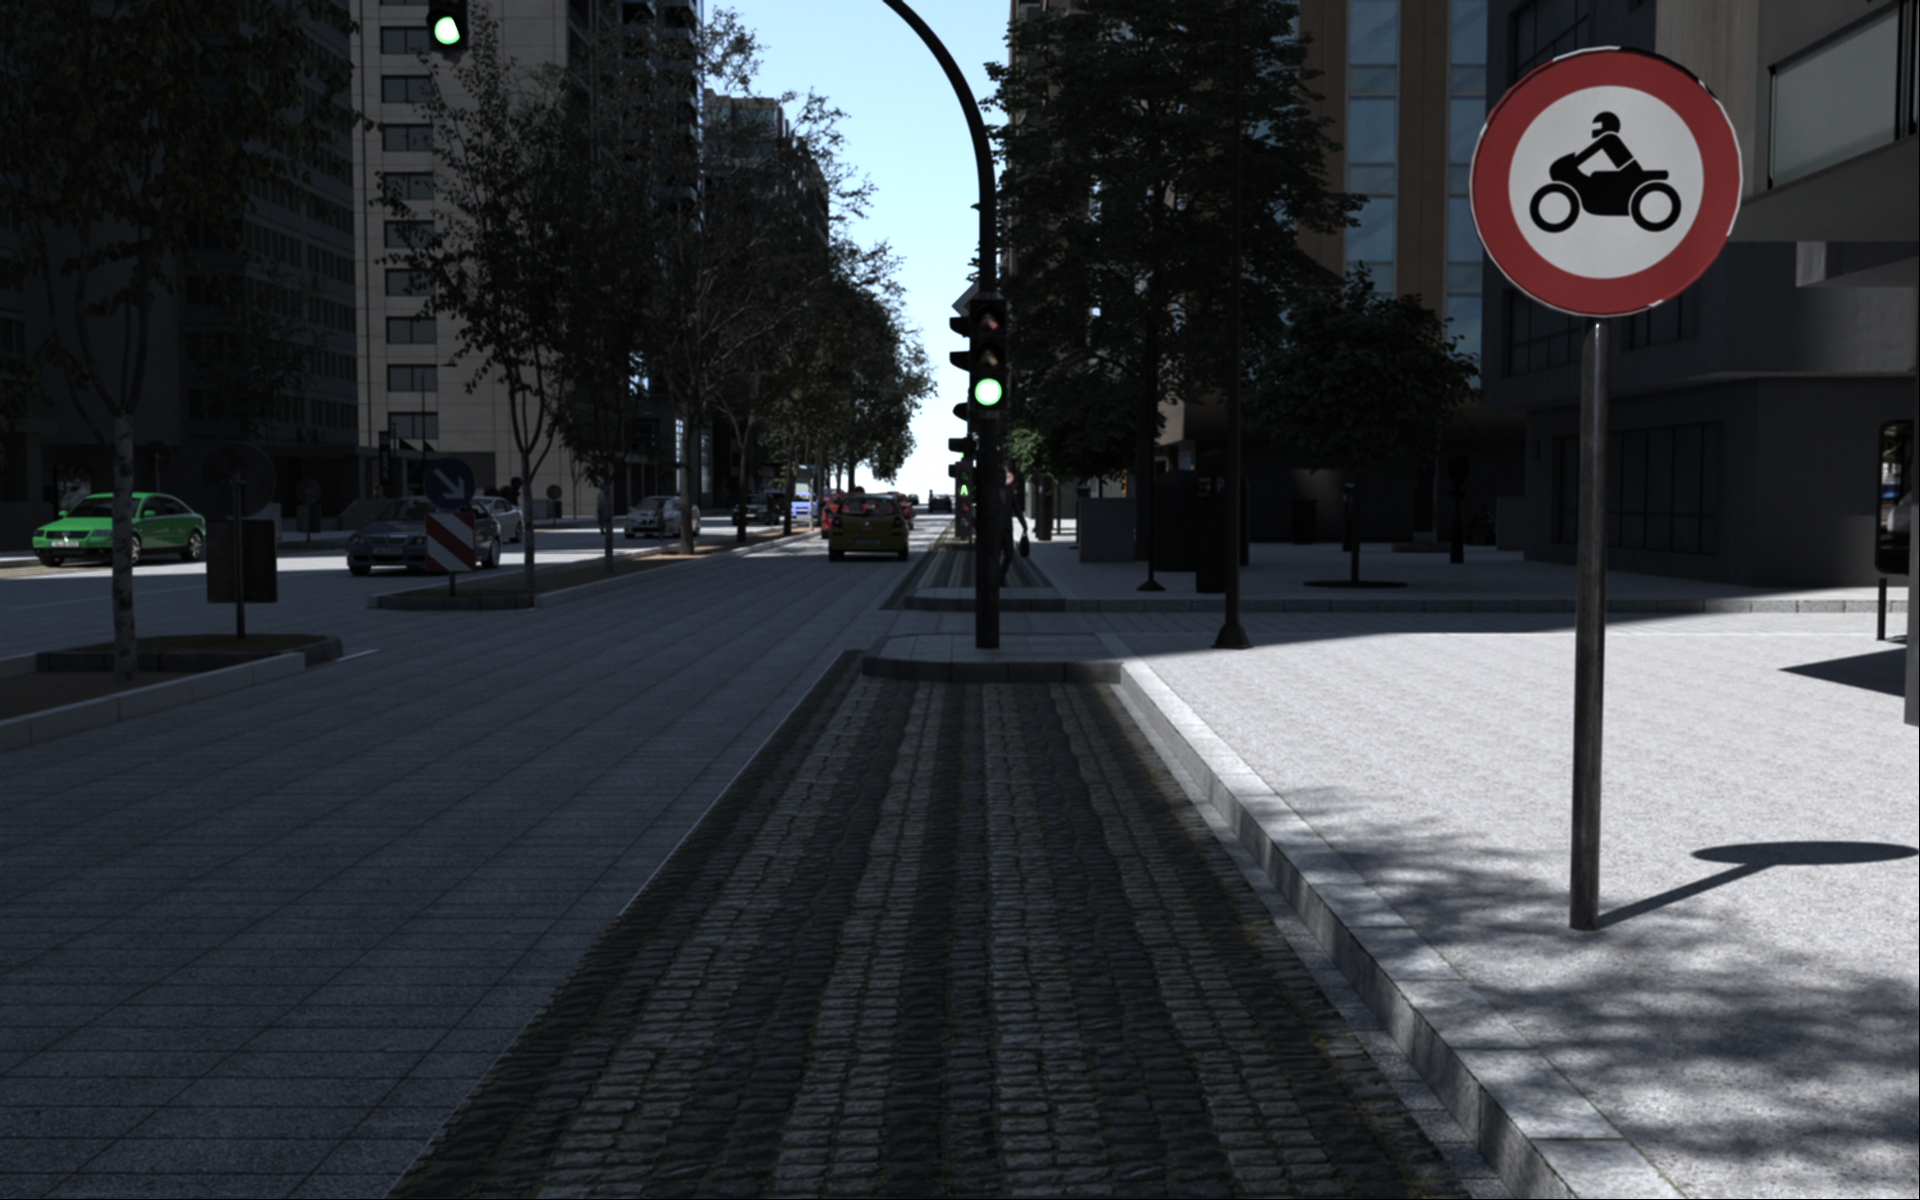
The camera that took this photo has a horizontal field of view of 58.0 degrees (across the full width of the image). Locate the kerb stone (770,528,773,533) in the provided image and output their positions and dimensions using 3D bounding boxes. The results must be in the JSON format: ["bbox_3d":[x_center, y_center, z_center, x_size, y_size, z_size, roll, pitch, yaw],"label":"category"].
[{"bbox_3d":[-7.039,-2.511,63.254,0.120,0.150,1.000,0,4,0],"label":"kerb stone"}]

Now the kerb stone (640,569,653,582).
[{"bbox_3d":[-5.236,-0.379,28.394,0.120,0.150,1.000,0,4,0],"label":"kerb stone"}]

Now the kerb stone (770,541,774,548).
[{"bbox_3d":[-5.094,-1.445,45.824,0.120,0.150,1.000,0,4,0],"label":"kerb stone"}]

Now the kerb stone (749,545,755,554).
[{"bbox_3d":[-5.122,-1.188,41.723,0.120,0.150,1.000,0,4,0],"label":"kerb stone"}]

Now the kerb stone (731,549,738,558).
[{"bbox_3d":[-5.143,-1.006,38.647,0.120,0.150,1.000,0,4,0],"label":"kerb stone"}]

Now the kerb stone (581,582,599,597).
[{"bbox_3d":[-5.274,-0.126,24.300,0.120,0.150,1.000,0,4,0],"label":"kerb stone"}]

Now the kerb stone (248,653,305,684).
[{"bbox_3d":[-5.361,0.531,13.514,0.120,0.150,1.000,0,4,0],"label":"kerb stone"}]

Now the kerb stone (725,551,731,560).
[{"bbox_3d":[-5.153,-0.941,37.617,0.120,0.150,1.000,0,4,0],"label":"kerb stone"}]

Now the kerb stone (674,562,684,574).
[{"bbox_3d":[-5.204,-0.567,31.464,0.120,0.150,1.000,0,4,0],"label":"kerb stone"}]

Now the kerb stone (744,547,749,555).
[{"bbox_3d":[-5.136,-1.131,40.701,0.120,0.150,1.000,0,4,0],"label":"kerb stone"}]

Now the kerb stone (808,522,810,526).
[{"bbox_3d":[-6.921,-3.382,77.613,0.120,0.150,1.000,0,4,0],"label":"kerb stone"}]

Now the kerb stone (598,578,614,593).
[{"bbox_3d":[-5.258,-0.192,25.328,0.120,0.150,1.000,0,4,0],"label":"kerb stone"}]

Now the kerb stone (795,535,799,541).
[{"bbox_3d":[-5.033,-1.822,51.983,0.120,0.150,1.000,0,4,0],"label":"kerb stone"}]

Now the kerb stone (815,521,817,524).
[{"bbox_3d":[-6.902,-3.577,80.703,0.120,0.150,1.000,0,4,0],"label":"kerb stone"}]

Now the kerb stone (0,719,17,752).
[{"bbox_3d":[-5.392,0.786,9.417,0.120,0.150,1.000,0,4,0],"label":"kerb stone"}]

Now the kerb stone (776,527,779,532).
[{"bbox_3d":[-7.020,-2.636,65.297,0.120,0.150,1.000,0,4,0],"label":"kerb stone"}]

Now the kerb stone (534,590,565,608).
[{"bbox_3d":[-5.289,-0.003,22.255,0.120,0.150,1.000,0,4,0],"label":"kerb stone"}]

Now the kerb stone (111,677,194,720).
[{"bbox_3d":[-5.370,0.656,11.463,0.120,0.150,1.000,0,4,0],"label":"kerb stone"}]

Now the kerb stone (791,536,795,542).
[{"bbox_3d":[-5.049,-1.756,50.954,0.120,0.150,1.000,0,4,0],"label":"kerb stone"}]

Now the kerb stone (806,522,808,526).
[{"bbox_3d":[-6.931,-3.326,76.572,0.120,0.150,1.000,0,4,0],"label":"kerb stone"}]

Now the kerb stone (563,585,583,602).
[{"bbox_3d":[-5.280,-0.066,23.277,0.120,0.150,1.000,0,4,0],"label":"kerb stone"}]

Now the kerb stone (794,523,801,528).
[{"bbox_3d":[-6.957,-3.137,73.488,0.120,0.150,1.000,0,4,0],"label":"kerb stone"}]

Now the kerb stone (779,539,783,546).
[{"bbox_3d":[-5.071,-1.571,47.876,0.120,0.150,1.000,0,4,0],"label":"kerb stone"}]

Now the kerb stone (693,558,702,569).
[{"bbox_3d":[-5.188,-0.687,33.510,0.120,0.150,1.000,0,4,0],"label":"kerb stone"}]

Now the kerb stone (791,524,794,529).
[{"bbox_3d":[-6.983,-2.949,70.422,0.120,0.150,1.000,0,4,0],"label":"kerb stone"}]

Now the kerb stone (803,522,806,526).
[{"bbox_3d":[-6.941,-3.263,75.539,0.120,0.150,1.000,0,4,0],"label":"kerb stone"}]

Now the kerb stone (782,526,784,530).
[{"bbox_3d":[-7.010,-2.759,67.345,0.120,0.150,1.000,0,4,0],"label":"kerb stone"}]

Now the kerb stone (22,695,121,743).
[{"bbox_3d":[-5.384,0.722,10.440,0.120,0.150,1.000,0,4,0],"label":"kerb stone"}]

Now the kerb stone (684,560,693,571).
[{"bbox_3d":[-5.196,-0.629,32.487,0.120,0.150,1.000,0,4,0],"label":"kerb stone"}]

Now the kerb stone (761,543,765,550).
[{"bbox_3d":[-5.105,-1.320,43.772,0.120,0.150,1.000,0,4,0],"label":"kerb stone"}]

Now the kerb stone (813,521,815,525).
[{"bbox_3d":[-6.900,-3.508,79.681,0.120,0.150,1.000,0,4,0],"label":"kerb stone"}]

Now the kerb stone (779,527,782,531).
[{"bbox_3d":[-7.020,-2.698,66.323,0.120,0.150,1.000,0,4,0],"label":"kerb stone"}]

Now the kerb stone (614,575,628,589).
[{"bbox_3d":[-5.253,-0.254,26.350,0.120,0.150,1.000,0,4,0],"label":"kerb stone"}]

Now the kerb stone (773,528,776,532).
[{"bbox_3d":[-7.041,-2.572,64.276,0.120,0.150,1.000,0,4,0],"label":"kerb stone"}]

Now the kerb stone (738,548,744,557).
[{"bbox_3d":[-5.138,-1.068,39.671,0.120,0.150,1.000,0,4,0],"label":"kerb stone"}]

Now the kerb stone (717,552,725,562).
[{"bbox_3d":[-5.160,-0.877,36.590,0.120,0.150,1.000,0,4,0],"label":"kerb stone"}]

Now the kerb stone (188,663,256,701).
[{"bbox_3d":[-5.367,0.594,12.488,0.120,0.150,1.000,0,4,0],"label":"kerb stone"}]

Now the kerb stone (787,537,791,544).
[{"bbox_3d":[-5.054,-1.696,49.930,0.120,0.150,1.000,0,4,0],"label":"kerb stone"}]

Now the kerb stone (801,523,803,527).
[{"bbox_3d":[-6.954,-3.200,74.517,0.120,0.150,1.000,0,4,0],"label":"kerb stone"}]

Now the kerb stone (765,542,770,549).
[{"bbox_3d":[-5.098,-1.382,44.794,0.120,0.150,1.000,0,4,0],"label":"kerb stone"}]

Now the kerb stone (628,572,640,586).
[{"bbox_3d":[-5.247,-0.315,27.372,0.120,0.150,1.000,0,4,0],"label":"kerb stone"}]

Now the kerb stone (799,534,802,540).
[{"bbox_3d":[-5.030,-1.882,53.005,0.120,0.150,1.000,0,4,0],"label":"kerb stone"}]

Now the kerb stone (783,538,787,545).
[{"bbox_3d":[-5.059,-1.628,48.909,0.120,0.150,1.000,0,4,0],"label":"kerb stone"}]

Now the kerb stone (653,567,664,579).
[{"bbox_3d":[-5.224,-0.438,29.416,0.120,0.150,1.000,0,4,0],"label":"kerb stone"}]

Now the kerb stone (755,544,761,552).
[{"bbox_3d":[-5.108,-1.255,42.748,0.120,0.150,1.000,0,4,0],"label":"kerb stone"}]

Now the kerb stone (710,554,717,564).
[{"bbox_3d":[-5.172,-0.817,35.561,0.120,0.150,1.000,0,4,0],"label":"kerb stone"}]

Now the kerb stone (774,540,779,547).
[{"bbox_3d":[-5.076,-1.508,46.850,0.120,0.150,1.000,0,4,0],"label":"kerb stone"}]

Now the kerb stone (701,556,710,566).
[{"bbox_3d":[-5.177,-0.754,34.540,0.120,0.150,1.000,0,4,0],"label":"kerb stone"}]

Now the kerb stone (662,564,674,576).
[{"bbox_3d":[-5.213,-0.504,30.437,0.120,0.150,1.000,0,4,0],"label":"kerb stone"}]
